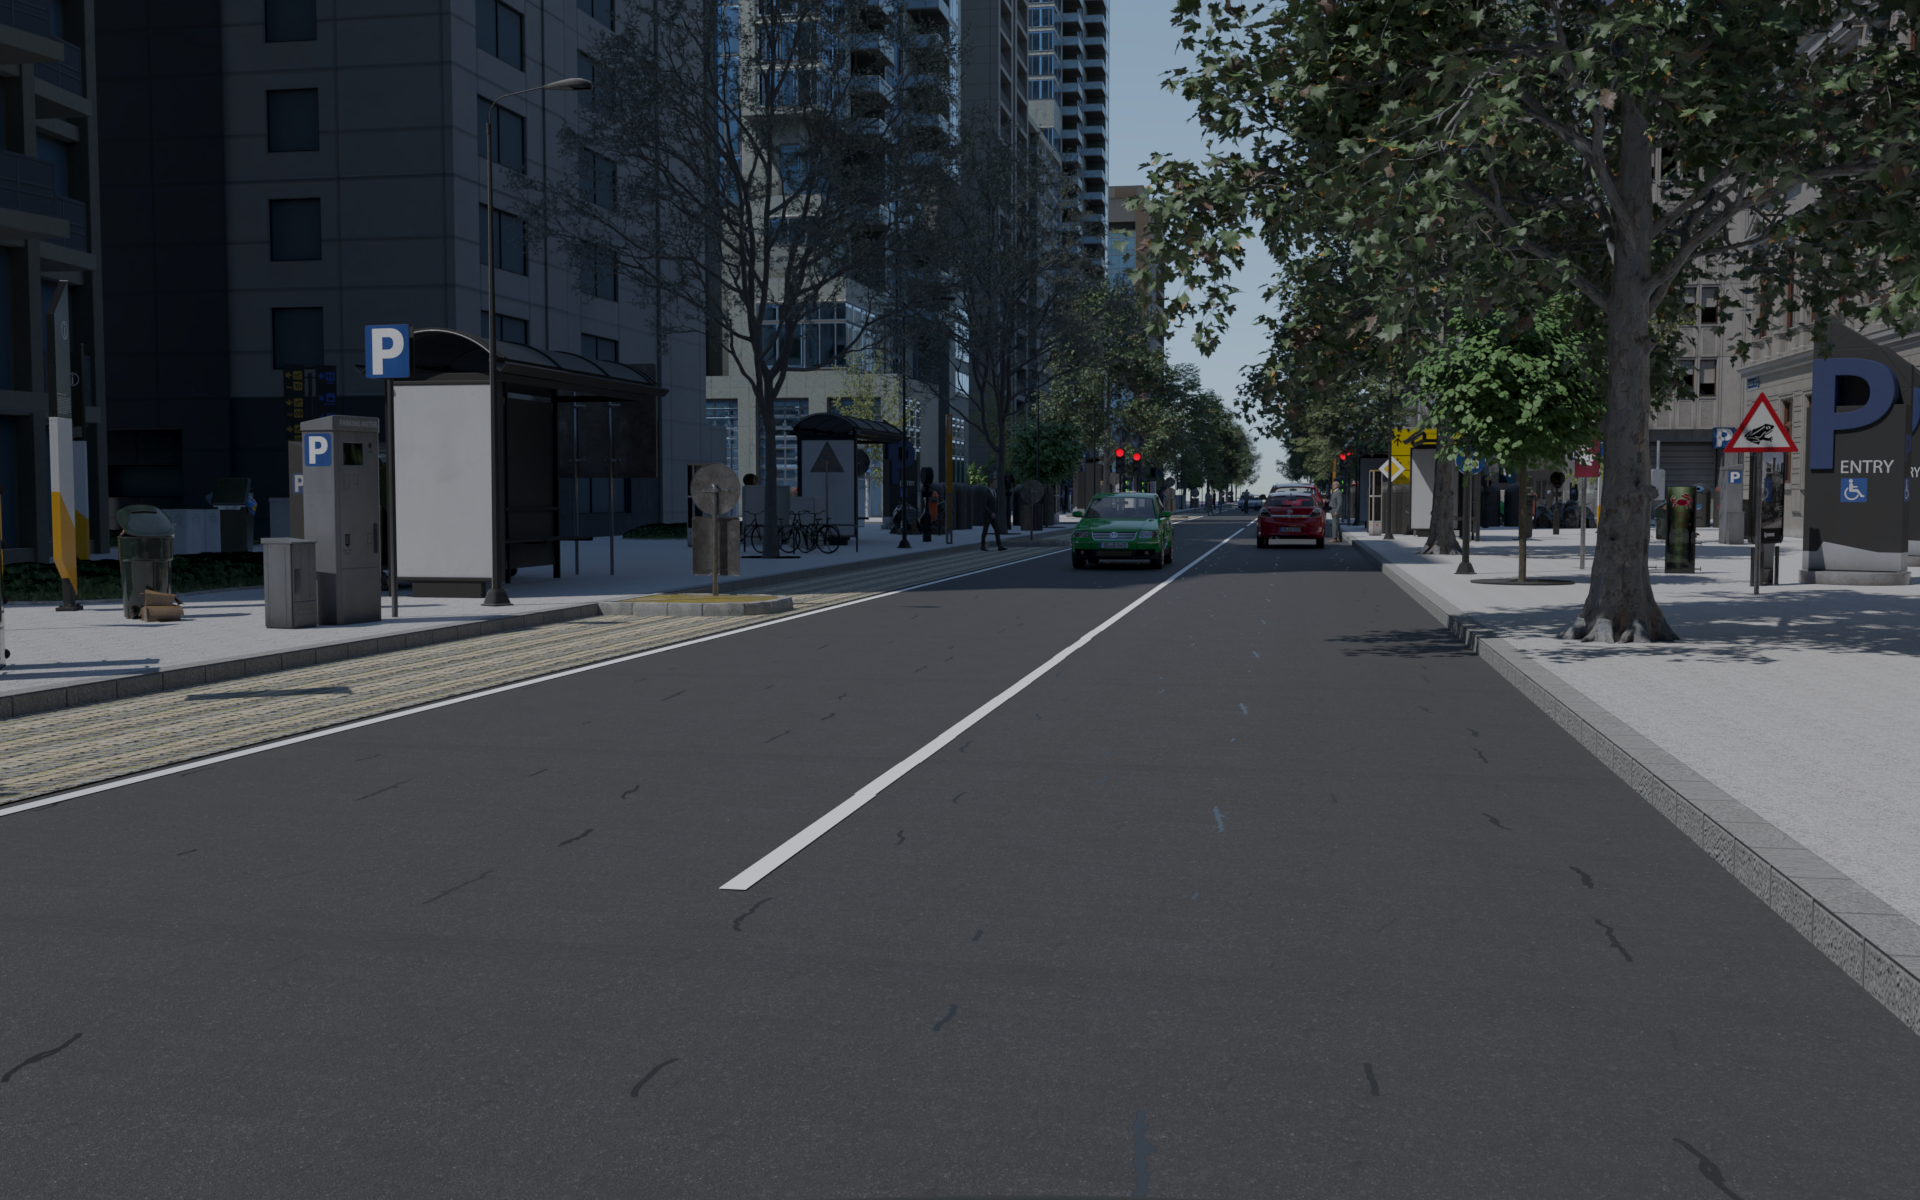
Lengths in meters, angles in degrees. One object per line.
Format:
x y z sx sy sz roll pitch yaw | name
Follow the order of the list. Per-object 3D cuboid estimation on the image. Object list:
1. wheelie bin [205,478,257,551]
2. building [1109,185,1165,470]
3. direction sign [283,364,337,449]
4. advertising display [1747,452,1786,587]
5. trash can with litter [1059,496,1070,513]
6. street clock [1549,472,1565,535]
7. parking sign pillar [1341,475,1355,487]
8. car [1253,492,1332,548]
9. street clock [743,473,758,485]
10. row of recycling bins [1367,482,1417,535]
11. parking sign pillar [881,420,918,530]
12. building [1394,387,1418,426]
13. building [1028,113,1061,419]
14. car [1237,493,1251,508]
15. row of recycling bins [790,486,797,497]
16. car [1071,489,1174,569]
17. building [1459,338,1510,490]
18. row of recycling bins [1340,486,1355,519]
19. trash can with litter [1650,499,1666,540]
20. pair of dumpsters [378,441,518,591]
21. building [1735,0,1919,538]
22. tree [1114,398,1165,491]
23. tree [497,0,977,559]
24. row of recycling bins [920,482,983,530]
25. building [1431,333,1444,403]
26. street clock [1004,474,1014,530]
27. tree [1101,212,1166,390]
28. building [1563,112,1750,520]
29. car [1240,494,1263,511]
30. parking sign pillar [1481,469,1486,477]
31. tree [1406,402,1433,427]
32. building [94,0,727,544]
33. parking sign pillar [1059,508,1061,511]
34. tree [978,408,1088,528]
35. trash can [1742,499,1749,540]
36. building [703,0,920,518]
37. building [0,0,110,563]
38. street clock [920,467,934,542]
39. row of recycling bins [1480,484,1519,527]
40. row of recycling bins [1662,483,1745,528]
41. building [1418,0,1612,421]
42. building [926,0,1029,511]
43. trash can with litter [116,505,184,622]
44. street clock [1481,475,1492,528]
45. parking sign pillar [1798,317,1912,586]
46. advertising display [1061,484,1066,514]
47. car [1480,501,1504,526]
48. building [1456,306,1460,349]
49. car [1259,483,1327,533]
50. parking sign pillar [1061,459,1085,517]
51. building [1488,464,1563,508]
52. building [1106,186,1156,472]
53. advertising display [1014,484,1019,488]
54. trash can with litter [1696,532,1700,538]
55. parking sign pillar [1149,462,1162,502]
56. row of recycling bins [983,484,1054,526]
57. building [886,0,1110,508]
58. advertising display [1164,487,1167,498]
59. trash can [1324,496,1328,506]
-13.958 -1.549 33.236 0.980 1.594 0.693 0 4 -8 | wheelie bin
21.003 -39.852 275.280 21.300 48.544 21.600 1 4 11 | building
-11.370 -2.348 30.390 0.876 3.537 0.379 -2 4 -28 | direction sign
11.293 -1.165 24.259 0.974 1.923 0.123 -3 5 -44 | advertising display
7.174 -6.713 120.817 1.678 1.210 2.233 -2 4 -33 | trash can with litter
18.785 -3.055 54.522 0.471 2.002 0.358 1 4 15 | street clock
29.616 -8.799 132.327 1.447 3.967 1.447 -2 4 -31 | parking sign pillar
9.065 -2.340 47.295 2.155 1.783 4.494 1 4 12 | car
-7.370 -3.444 60.881 0.471 2.002 0.358 -2 4 -29 | street clock
14.031 -2.966 55.605 1.069 1.692 3.534 -1 4 -10 | row of recycling bins
-2.174 -4.561 63.039 1.447 3.967 1.447 -3 5 -39 | parking sign pillar
72.688 -35.592 265.531 14.154 41.232 14.086 1 4 11 | building
-3.846 -29.271 170.465 32.217 40.220 23.993 1 4 11 | building
28.930 -10.085 174.474 1.945 1.707 3.694 1 4 13 | car
-8.677 -4.892 87.093 3.534 1.692 1.069 -2 4 -26 | row of recycling bins
3.293 -1.584 34.689 1.959 1.807 4.718 1 4 10 | car
46.773 -18.017 136.382 13.314 21.916 24.055 1 4 11 | building
20.912 -5.085 90.257 1.069 1.692 3.534 -2 4 -27 | row of recycling bins
19.568 -2.284 48.734 1.055 1.170 0.624 1 4 23 | trash can with litter
-7.750 -1.370 24.888 1.574 2.255 4.437 1 4 11 | pair of dumpsters
28.620 -12.791 45.291 11.583 22.565 21.152 1 4 11 | building
12.460 -10.273 118.319 4.360 8.622 3.978 0 3 0 | tree
-3.766 -7.563 34.024 12.009 13.543 11.850 0 3 0 | tree
-0.427 -3.367 62.156 1.069 1.692 3.534 1 4 22 | row of recycling bins
55.843 -32.187 176.363 14.600 45.320 14.200 1 4 11 | building
1.720 -3.515 62.034 0.358 2.002 0.471 3 4 39 | street clock
1.191 -8.811 54.428 12.009 13.543 11.850 0 3 0 | tree
42.755 -16.609 89.579 19.932 24.808 12.078 1 4 11 | building
24.635 -8.199 146.061 2.014 1.417 4.499 1 4 10 | car
31.273 -7.115 104.799 1.447 3.967 1.447 -1 4 -12 | parking sign pillar
30.964 -10.054 114.749 4.360 8.622 3.978 0 3 0 | tree
-20.515 -37.592 52.878 20.611 71.187 20.563 1 4 11 | building
8.395 -8.871 133.505 1.447 3.967 1.447 -3 5 -40 | parking sign pillar
3.253 -5.024 65.852 4.285 4.588 4.351 0 3 0 | tree
22.324 -2.286 49.033 0.748 1.137 0.748 0 3 0 | trash can
-11.302 -48.623 107.661 22.319 86.520 31.000 1 4 11 | building
-27.632 -22.586 23.909 22.147 44.769 28.867 1 4 11 | building
-0.883 -2.557 46.382 0.358 2.002 0.471 -1 4 -21 | street clock
20.559 -3.757 68.545 3.534 1.692 1.069 1 4 18 | row of recycling bins
28.620 -3.602 66.001 3.534 1.692 1.069 2 4 33 | row of recycling bins
63.170 -40.038 196.624 21.231 58.520 28.212 1 4 11 | building
-3.025 -42.976 140.902 20.563 71.187 20.611 1 4 11 | building
-8.224 -0.390 17.765 0.624 1.170 1.055 -3 5 -41 | trash can with litter
19.791 -3.707 65.181 0.358 2.002 0.471 3 5 42 | street clock
12.845 -2.220 24.767 1.447 3.967 1.447 3 5 40 | parking sign pillar
6.821 -6.633 113.656 0.123 1.923 0.974 -1 4 -9 | advertising display
21.440 -4.002 74.234 4.718 1.807 1.959 1 4 9 | car
52.699 -23.935 163.033 14.160 30.474 14.107 1 4 11 | building
11.380 -3.084 59.101 2.281 1.827 5.304 1 4 9 | car
6.663 -6.641 97.054 1.447 3.967 1.447 0 4 -8 | parking sign pillar
43.098 -19.509 112.478 14.314 27.812 24.014 1 4 11 | building
21.495 -37.084 256.427 14.600 45.320 14.200 1 4 11 | building
3.688 -6.617 113.406 0.123 1.923 0.974 1 4 15 | advertising display
21.104 -2.408 50.750 1.055 1.170 0.624 -1 4 -20 | trash can with litter
14.731 -8.790 132.189 1.447 3.967 1.447 -1 4 -13 | parking sign pillar
2.099 -3.844 69.970 3.534 1.692 1.069 -1 4 -14 | row of recycling bins
6.351 -53.971 195.091 22.319 86.520 31.000 1 4 11 | building
16.023 -8.143 138.358 0.974 1.923 0.123 2 4 27 | advertising display
29.223 -7.696 137.477 0.748 1.137 0.748 0 3 0 | trash can
